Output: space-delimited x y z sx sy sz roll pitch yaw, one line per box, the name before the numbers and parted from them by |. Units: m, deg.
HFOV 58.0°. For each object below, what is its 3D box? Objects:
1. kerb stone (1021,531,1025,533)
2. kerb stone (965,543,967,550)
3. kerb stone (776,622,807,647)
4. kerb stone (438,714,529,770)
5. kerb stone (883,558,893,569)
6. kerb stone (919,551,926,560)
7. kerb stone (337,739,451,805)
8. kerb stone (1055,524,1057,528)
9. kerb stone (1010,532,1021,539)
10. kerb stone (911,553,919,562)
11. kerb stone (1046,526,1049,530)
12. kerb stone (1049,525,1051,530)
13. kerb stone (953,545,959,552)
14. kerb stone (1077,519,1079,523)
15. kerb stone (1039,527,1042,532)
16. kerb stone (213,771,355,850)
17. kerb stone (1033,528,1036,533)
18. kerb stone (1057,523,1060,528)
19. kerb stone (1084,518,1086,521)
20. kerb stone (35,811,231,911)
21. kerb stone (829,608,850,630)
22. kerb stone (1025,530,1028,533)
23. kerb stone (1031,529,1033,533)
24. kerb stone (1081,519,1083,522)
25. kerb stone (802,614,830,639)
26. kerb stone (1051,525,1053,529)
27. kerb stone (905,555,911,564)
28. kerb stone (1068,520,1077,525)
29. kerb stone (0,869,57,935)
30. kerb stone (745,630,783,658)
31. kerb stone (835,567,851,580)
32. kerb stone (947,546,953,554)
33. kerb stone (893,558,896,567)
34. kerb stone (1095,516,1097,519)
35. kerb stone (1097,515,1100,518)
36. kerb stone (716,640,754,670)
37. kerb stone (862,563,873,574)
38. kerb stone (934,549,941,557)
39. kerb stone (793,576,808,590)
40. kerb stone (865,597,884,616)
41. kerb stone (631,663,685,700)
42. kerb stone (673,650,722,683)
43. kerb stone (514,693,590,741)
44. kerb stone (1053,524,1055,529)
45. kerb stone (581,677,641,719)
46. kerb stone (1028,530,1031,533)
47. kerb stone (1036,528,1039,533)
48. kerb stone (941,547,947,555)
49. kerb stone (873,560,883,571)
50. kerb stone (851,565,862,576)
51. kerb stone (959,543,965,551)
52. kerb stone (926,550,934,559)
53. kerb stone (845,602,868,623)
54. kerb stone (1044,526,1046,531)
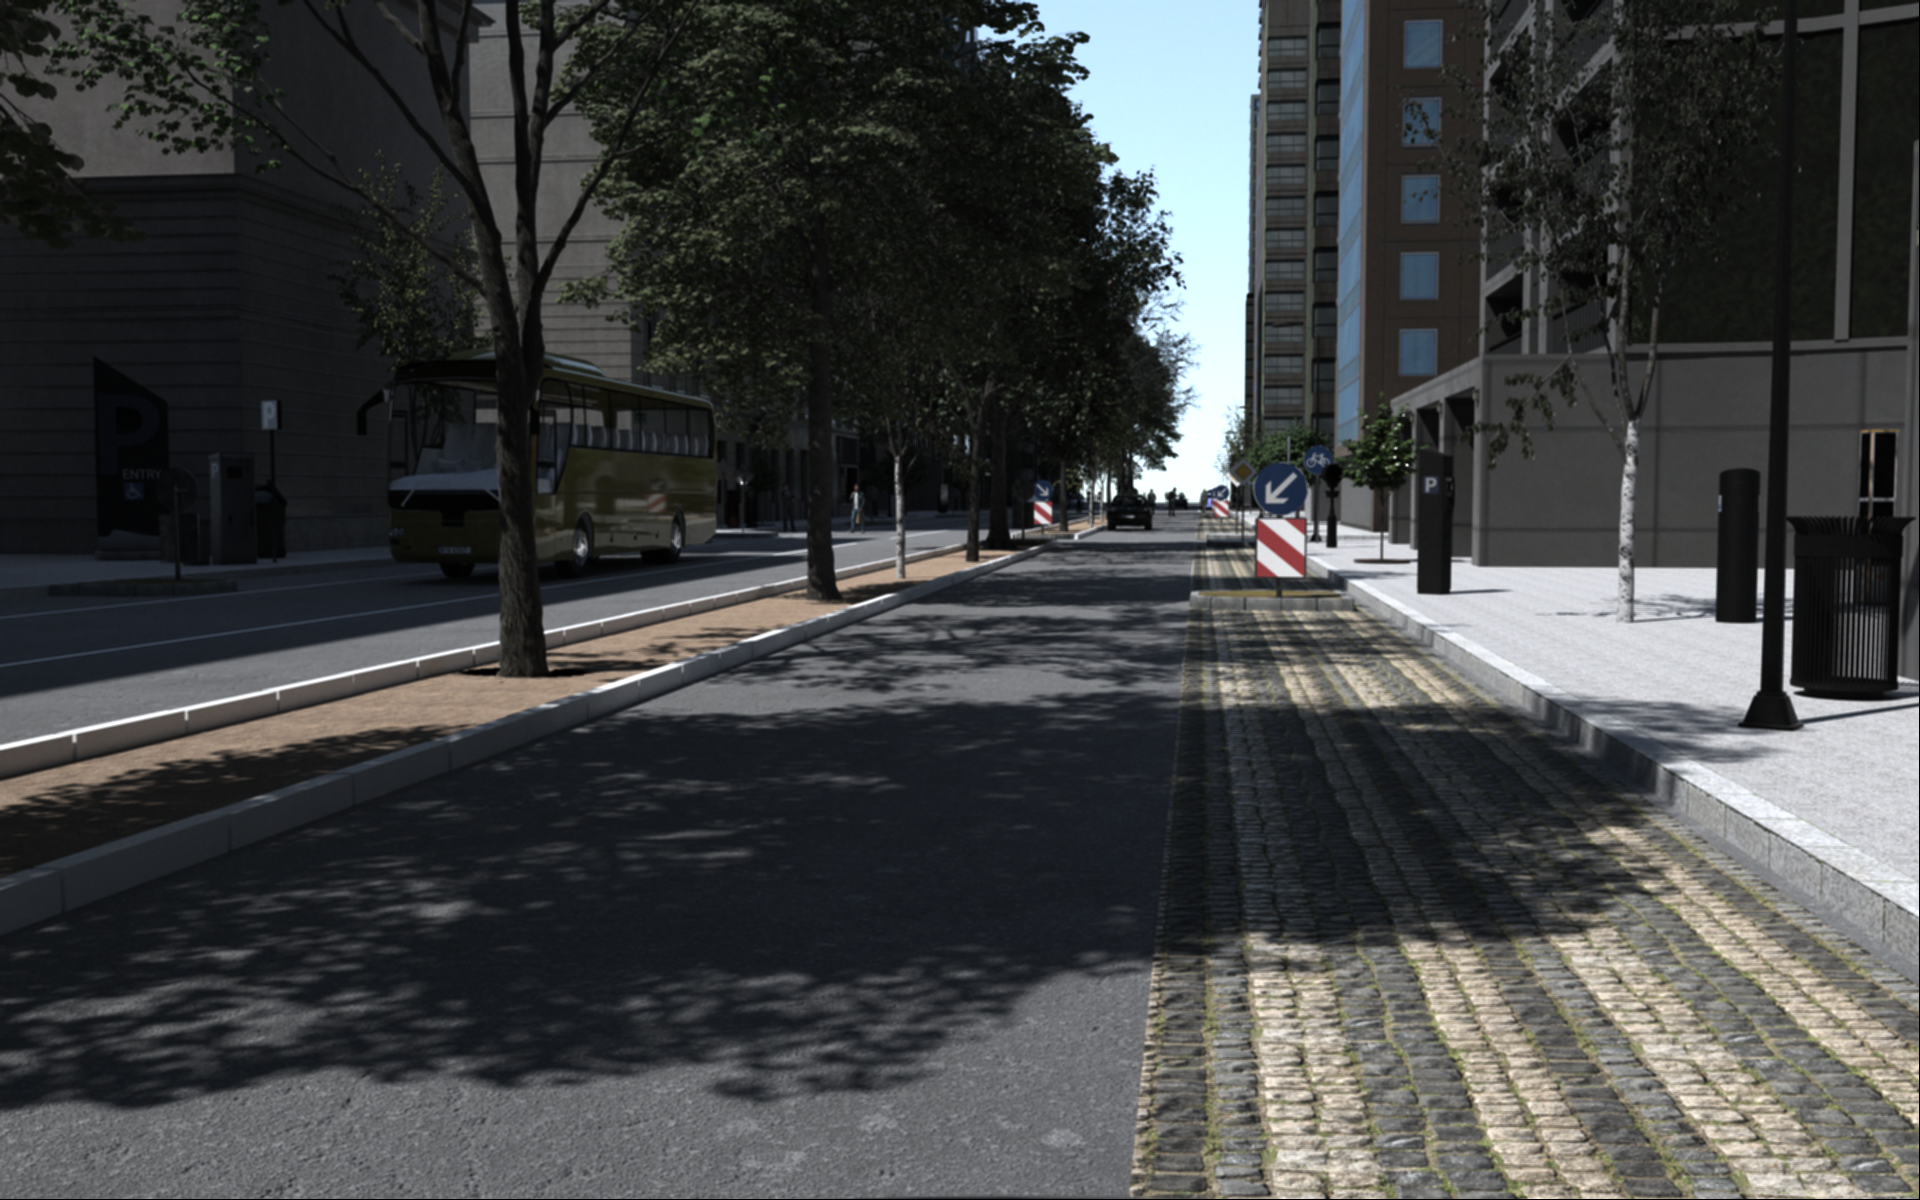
kerb stone | 1.979 -2.190 58.057 0.120 0.150 1.000 0 4 8
kerb stone | 0.073 -1.347 44.317 0.120 0.150 1.000 0 4 8
kerb stone | -1.656 0.343 16.584 0.120 0.150 1.000 0 4 8
kerb stone | -2.627 0.779 9.489 0.120 0.150 1.000 0 4 8
kerb stone | -1.483 -0.669 33.128 0.120 0.150 1.000 0 4 8
kerb stone | -0.913 -0.915 37.206 0.120 0.150 1.000 0 4 8
kerb stone | -2.777 0.841 8.477 0.120 0.150 1.000 0 4 8
kerb stone | 3.806 -3.002 71.280 0.120 0.150 1.000 0 4 8
kerb stone | 1.831 -2.131 57.040 0.120 0.150 1.000 0 4 8
kerb stone | -1.052 -0.856 36.193 0.120 0.150 1.000 0 4 8
kerb stone | 3.238 -2.753 67.211 0.120 0.150 1.000 0 4 8
kerb stone | 3.388 -2.815 68.224 0.120 0.150 1.000 0 4 8
kerb stone | -0.210 -1.229 42.284 0.120 0.150 1.000 0 4 8
kerb stone | 5.495 -3.745 83.440 0.120 0.150 1.000 0 4 8
kerb stone | 2.822 -2.566 64.152 0.120 0.150 1.000 0 4 8
kerb stone | -2.918 0.905 7.465 0.120 0.150 1.000 0 4 8
kerb stone | 2.536 -2.442 62.119 0.120 0.150 1.000 0 4 8
kerb stone | 3.952 -3.060 72.292 0.120 0.150 1.000 0 4 8
kerb stone | 6.199 -4.048 88.502 0.120 0.150 1.000 0 4 8
kerb stone | -3.058 0.963 6.445 0.120 0.150 1.000 0 4 8
kerb stone | -1.368 0.227 18.624 0.120 0.150 1.000 0 4 8
kerb stone | 2.120 -2.251 59.073 0.120 0.150 1.000 0 4 8
kerb stone | 2.394 -2.378 61.102 0.120 0.150 1.000 0 4 8
kerb stone | 5.923 -3.932 86.476 0.120 0.150 1.000 0 4 8
kerb stone | -1.511 0.282 17.608 0.120 0.150 1.000 0 4 8
kerb stone | 3.532 -2.877 69.244 0.120 0.150 1.000 0 4 8
kerb stone | -1.194 -0.793 35.168 0.120 0.150 1.000 0 4 8
kerb stone | 5.353 -3.684 82.428 0.120 0.150 1.000 0 4 8
kerb stone | -3.201 1.027 5.432 0.120 0.150 1.000 0 4 8
kerb stone | -1.792 0.405 15.571 0.120 0.150 1.000 0 4 8
kerb stone | -2.035 -0.420 29.067 0.120 0.150 1.000 0 4 8
kerb stone | -0.354 -1.158 41.272 0.120 0.150 1.000 0 4 8
kerb stone | -1.345 -0.731 34.141 0.120 0.150 1.000 0 4 8
kerb stone | 7.468 -4.614 97.627 0.120 0.150 1.000 0 4 8
kerb stone | 8.161 -4.920 102.695 0.120 0.150 1.000 0 4 8
kerb stone | -1.936 0.472 14.559 0.120 0.150 1.000 0 4 8
kerb stone | -1.761 -0.545 31.099 0.120 0.150 1.000 0 4 8
kerb stone | -0.630 -1.043 39.242 0.120 0.150 1.000 0 4 8
kerb stone | -2.462 -0.230 26.012 0.120 0.150 1.000 0 4 8
kerb stone | -1.085 0.096 20.656 0.120 0.150 1.000 0 4 8
kerb stone | -2.216 0.595 12.528 0.120 0.150 1.000 0 4 8
kerb stone | -2.075 0.529 13.546 0.120 0.150 1.000 0 4 8
kerb stone | -2.494 0.715 10.502 0.120 0.150 1.000 0 4 8
kerb stone | 3.658 -2.940 70.266 0.120 0.150 1.000 0 4 8
kerb stone | -2.354 0.656 11.515 0.120 0.150 1.000 0 4 8
kerb stone | 2.253 -2.317 60.086 0.120 0.150 1.000 0 4 8
kerb stone | 2.687 -2.504 63.132 0.120 0.150 1.000 0 4 8
kerb stone | -0.495 -1.103 40.260 0.120 0.150 1.000 0 4 8
kerb stone | -1.628 -0.606 32.114 0.120 0.150 1.000 0 4 8
kerb stone | -1.908 -0.479 30.082 0.120 0.150 1.000 0 4 8
kerb stone | -0.069 -1.289 43.302 0.120 0.150 1.000 0 4 8
kerb stone | -0.773 -0.980 38.224 0.120 0.150 1.000 0 4 8
kerb stone | -1.226 0.156 19.642 0.120 0.150 1.000 0 4 8
kerb stone | 3.097 -2.690 66.182 0.120 0.150 1.000 0 4 8
